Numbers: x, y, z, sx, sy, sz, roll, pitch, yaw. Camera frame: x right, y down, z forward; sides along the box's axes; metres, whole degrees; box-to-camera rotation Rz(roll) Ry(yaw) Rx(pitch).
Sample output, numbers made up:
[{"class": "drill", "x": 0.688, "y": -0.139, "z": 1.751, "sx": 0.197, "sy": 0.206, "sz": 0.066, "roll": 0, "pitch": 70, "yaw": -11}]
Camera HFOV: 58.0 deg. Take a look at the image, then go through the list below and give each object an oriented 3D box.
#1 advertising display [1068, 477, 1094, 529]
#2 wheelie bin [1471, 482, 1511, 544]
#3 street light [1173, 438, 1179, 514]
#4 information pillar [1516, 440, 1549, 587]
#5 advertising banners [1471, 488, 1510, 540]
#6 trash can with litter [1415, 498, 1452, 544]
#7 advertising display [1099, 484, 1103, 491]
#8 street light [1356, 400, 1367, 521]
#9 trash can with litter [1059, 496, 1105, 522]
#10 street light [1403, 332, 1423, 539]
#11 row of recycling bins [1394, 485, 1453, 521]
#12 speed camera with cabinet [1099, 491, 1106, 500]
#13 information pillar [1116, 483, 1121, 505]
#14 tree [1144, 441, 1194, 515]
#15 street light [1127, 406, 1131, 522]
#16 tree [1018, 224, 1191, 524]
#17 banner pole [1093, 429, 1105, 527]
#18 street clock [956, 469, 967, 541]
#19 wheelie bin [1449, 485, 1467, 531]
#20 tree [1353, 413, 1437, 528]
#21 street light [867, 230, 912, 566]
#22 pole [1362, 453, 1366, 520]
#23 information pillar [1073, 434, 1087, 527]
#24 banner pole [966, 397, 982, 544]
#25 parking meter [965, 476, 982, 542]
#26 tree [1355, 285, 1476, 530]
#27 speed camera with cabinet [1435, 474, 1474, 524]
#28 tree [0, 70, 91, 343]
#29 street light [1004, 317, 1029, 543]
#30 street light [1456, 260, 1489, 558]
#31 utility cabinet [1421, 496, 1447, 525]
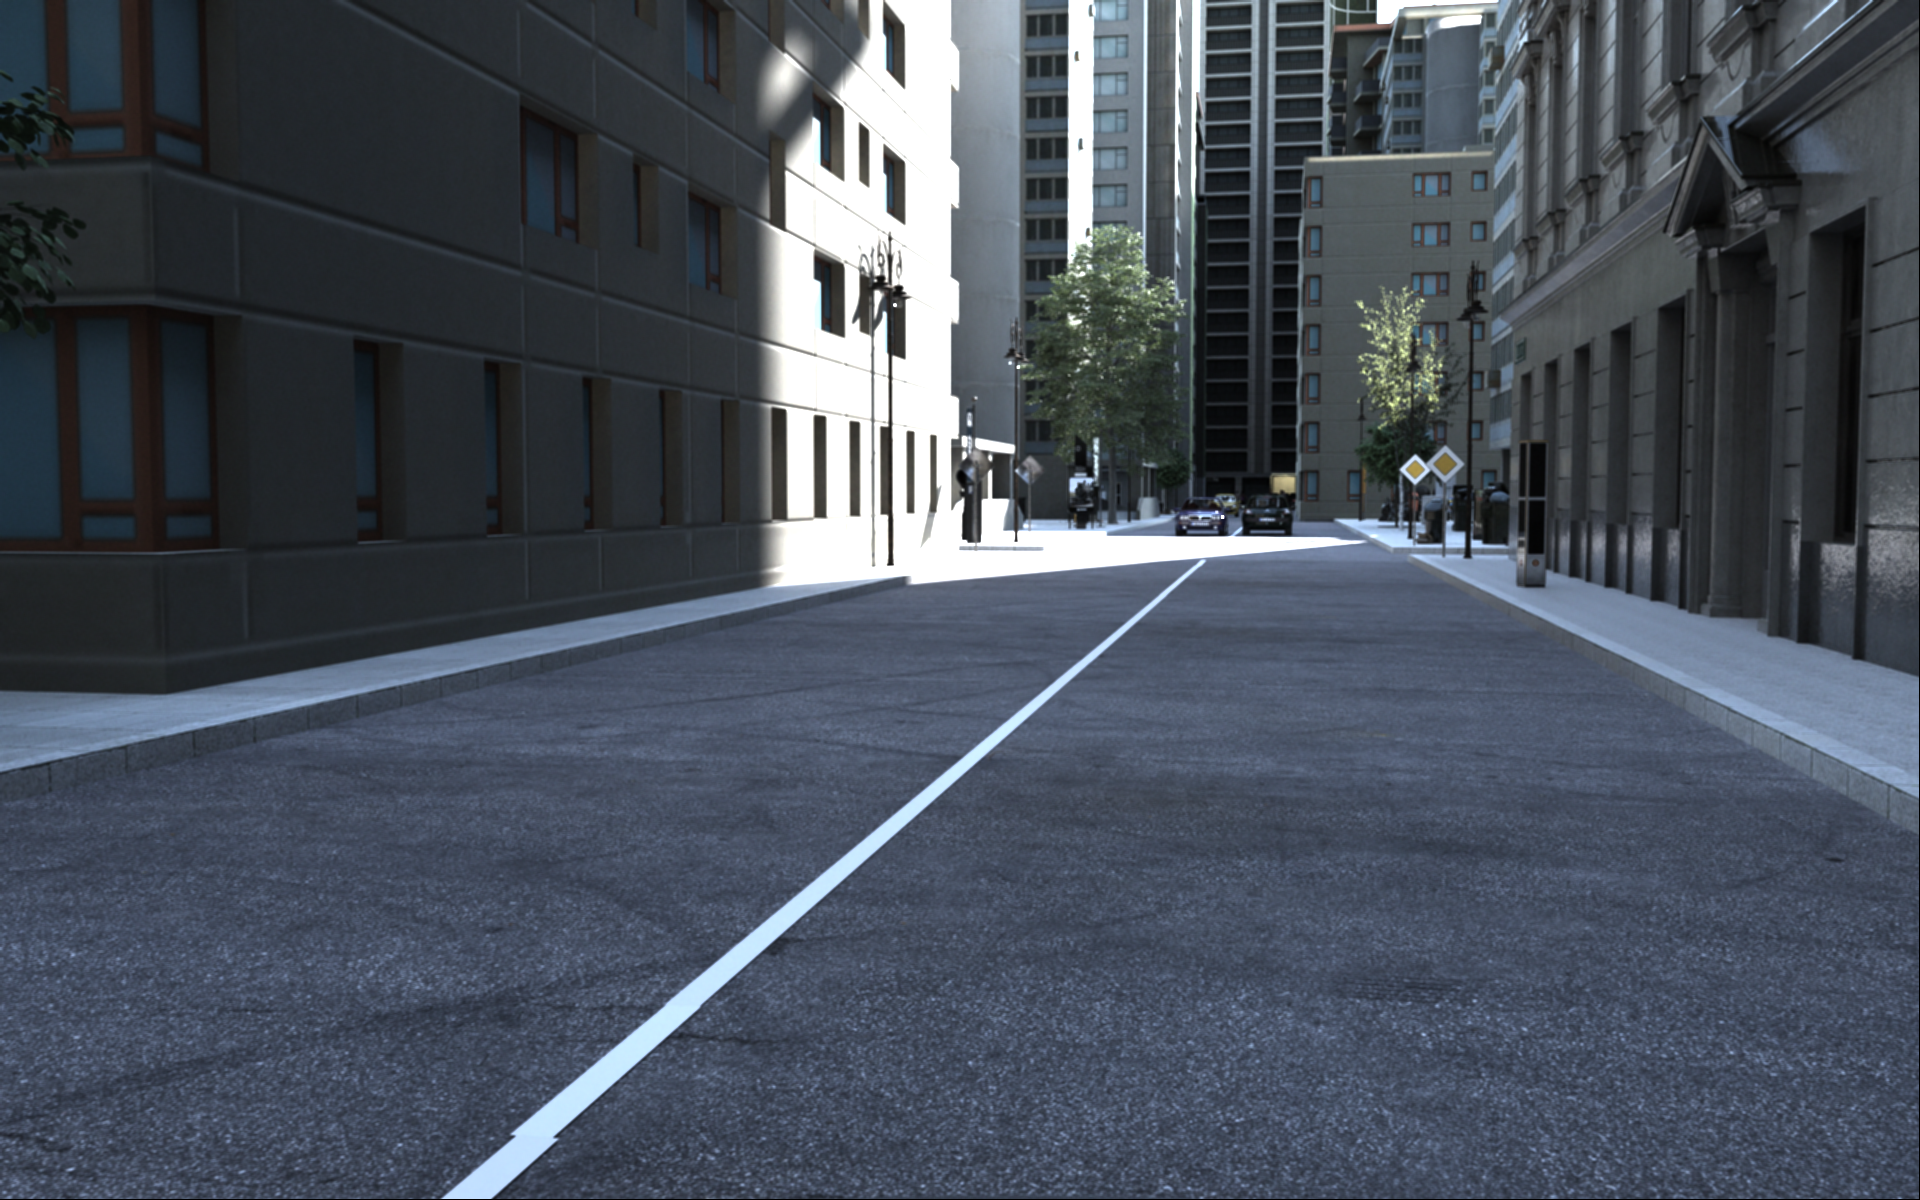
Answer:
[{"class": "advertising display", "x": 4.462, "y": -3.584, "z": 63.811, "sx": 0.974, "sy": 1.923, "sz": 0.123, "roll": 0, "pitch": 4, "yaw": -7}, {"class": "wheelie bin", "x": 13.712, "y": -2.224, "z": 44.264, "sx": 0.693, "sy": 1.594, "sz": 0.980, "roll": -1, "pitch": 4, "yaw": -19}, {"class": "street light", "x": 14.186, "y": -8.605, "z": 113.482, "sx": 0.468, "sy": 5.910, "sz": 1.993, "roll": 1, "pitch": 4, "yaw": 10}, {"class": "information pillar", "x": 7.894, "y": -1.186, "z": 23.887, "sx": 0.304, "sy": 2.012, "sz": 0.304, "roll": 0, "pitch": 4, "yaw": -5}, {"class": "advertising banners", "x": 15.099, "y": -3.156, "z": 47.794, "sx": 2.074, "sy": 3.025, "sz": 0.090, "roll": 3, "pitch": 4, "yaw": 38}, {"class": "trash can with litter", "x": 12.217, "y": -2.040, "z": 44.749, "sx": 0.624, "sy": 1.170, "sz": 1.055, "roll": 3, "pitch": 4, "yaw": 39}, {"class": "advertising display", "x": 9.399, "y": -6.758, "z": 115.701, "sx": 0.123, "sy": 1.923, "sz": 0.974, "roll": 1, "pitch": 4, "yaw": 18}, {"class": "street light", "x": 19.159, "y": -6.724, "z": 82.727, "sx": 0.468, "sy": 5.910, "sz": 1.993, "roll": 1, "pitch": 4, "yaw": 10}, {"class": "trash can with litter", "x": 5.660, "y": -4.163, "z": 79.117, "sx": 2.233, "sy": 1.210, "sz": 1.678, "roll": 1, "pitch": 4, "yaw": 14}, {"class": "street light", "x": 12.923, "y": -4.694, "z": 49.527, "sx": 0.468, "sy": 5.910, "sz": 1.993, "roll": 1, "pitch": 4, "yaw": 10}, {"class": "row of recycling bins", "x": 22.425, "y": -4.597, "z": 82.268, "sx": 3.534, "sy": 1.692, "sz": 1.069, "roll": 1, "pitch": 4, "yaw": 18}, {"class": "speed camera with cabinet", "x": 7.805, "y": -6.759, "z": 104.838, "sx": 2.038, "sy": 3.252, "sz": 0.660, "roll": 1, "pitch": 4, "yaw": 12}, {"class": "information pillar", "x": 10.660, "y": -6.853, "z": 116.534, "sx": 0.304, "sy": 2.012, "sz": 0.304, "roll": 0, "pitch": 4, "yaw": 2}, {"class": "tree", "x": 12.847, "y": -7.586, "z": 107.739, "sx": 4.285, "sy": 4.588, "sz": 4.351, "roll": 0, "pitch": 3, "yaw": 0}, {"class": "street light", "x": 7.755, "y": -6.509, "z": 79.211, "sx": 0.468, "sy": 5.910, "sz": 1.993, "roll": 1, "pitch": 4, "yaw": 10}, {"class": "tree", "x": 6.107, "y": -9.513, "z": 73.663, "sx": 7.486, "sy": 12.596, "sz": 7.792, "roll": 0, "pitch": 3, "yaw": 0}, {"class": "banner pole", "x": 5.331, "y": -4.708, "z": 66.993, "sx": 0.401, "sy": 3.779, "sz": 0.863, "roll": -2, "pitch": 4, "yaw": -24}, {"class": "street clock", "x": 0.144, "y": -2.646, "z": 47.826, "sx": 0.471, "sy": 2.002, "sz": 0.358, "roll": -1, "pitch": 4, "yaw": -12}, {"class": "wheelie bin", "x": 17.354, "y": -3.167, "z": 59.682, "sx": 0.980, "sy": 1.594, "sz": 0.693, "roll": 1, "pitch": 4, "yaw": 10}, {"class": "tree", "x": 16.900, "y": -5.092, "z": 66.962, "sx": 4.285, "sy": 4.588, "sz": 4.351, "roll": 0, "pitch": 3, "yaw": 0}, {"class": "street light", "x": -1.229, "y": -3.536, "z": 30.605, "sx": 0.468, "sy": 5.910, "sz": 1.993, "roll": 1, "pitch": 4, "yaw": 10}, {"class": "pole", "x": 19.965, "y": -5.611, "z": 85.583, "sx": 0.158, "sy": 3.312, "sz": 0.155, "roll": 0, "pitch": 3, "yaw": 0}, {"class": "information pillar", "x": 4.709, "y": -4.672, "z": 67.735, "sx": 0.504, "sy": 3.616, "sz": 0.183, "roll": 2, "pitch": 4, "yaw": 24}, {"class": "banner pole", "x": 0.293, "y": -3.335, "z": 44.549, "sx": 0.401, "sy": 3.779, "sz": 0.863, "roll": 1, "pitch": 4, "yaw": 17}, {"class": "parking meter", "x": 0.364, "y": -2.438, "z": 45.573, "sx": 0.399, "sy": 1.863, "sz": 0.255, "roll": 3, "pitch": 4, "yaw": 36}, {"class": "tree", "x": 15.653, "y": -6.750, "z": 60.731, "sx": 4.360, "sy": 8.622, "sz": 3.978, "roll": 0, "pitch": 3, "yaw": 0}, {"class": "speed camera with cabinet", "x": 21.731, "y": -4.955, "z": 75.357, "sx": 2.038, "sy": 3.252, "sz": 0.660, "roll": -1, "pitch": 4, "yaw": -16}, {"class": "tree", "x": -6.203, "y": -1.503, "z": 8.287, "sx": 4.285, "sy": 4.588, "sz": 4.351, "roll": 0, "pitch": 3, "yaw": 0}, {"class": "street light", "x": 1.481, "y": -4.446, "z": 45.479, "sx": 0.468, "sy": 5.910, "sz": 1.993, "roll": 1, "pitch": 4, "yaw": 10}, {"class": "street light", "x": 10.152, "y": -3.771, "z": 34.444, "sx": 0.468, "sy": 5.910, "sz": 1.993, "roll": 1, "pitch": 4, "yaw": 10}, {"class": "utility cabinet", "x": 19.783, "y": -3.737, "z": 72.268, "sx": 1.020, "sy": 1.237, "sz": 0.306, "roll": 3, "pitch": 5, "yaw": 43}]
